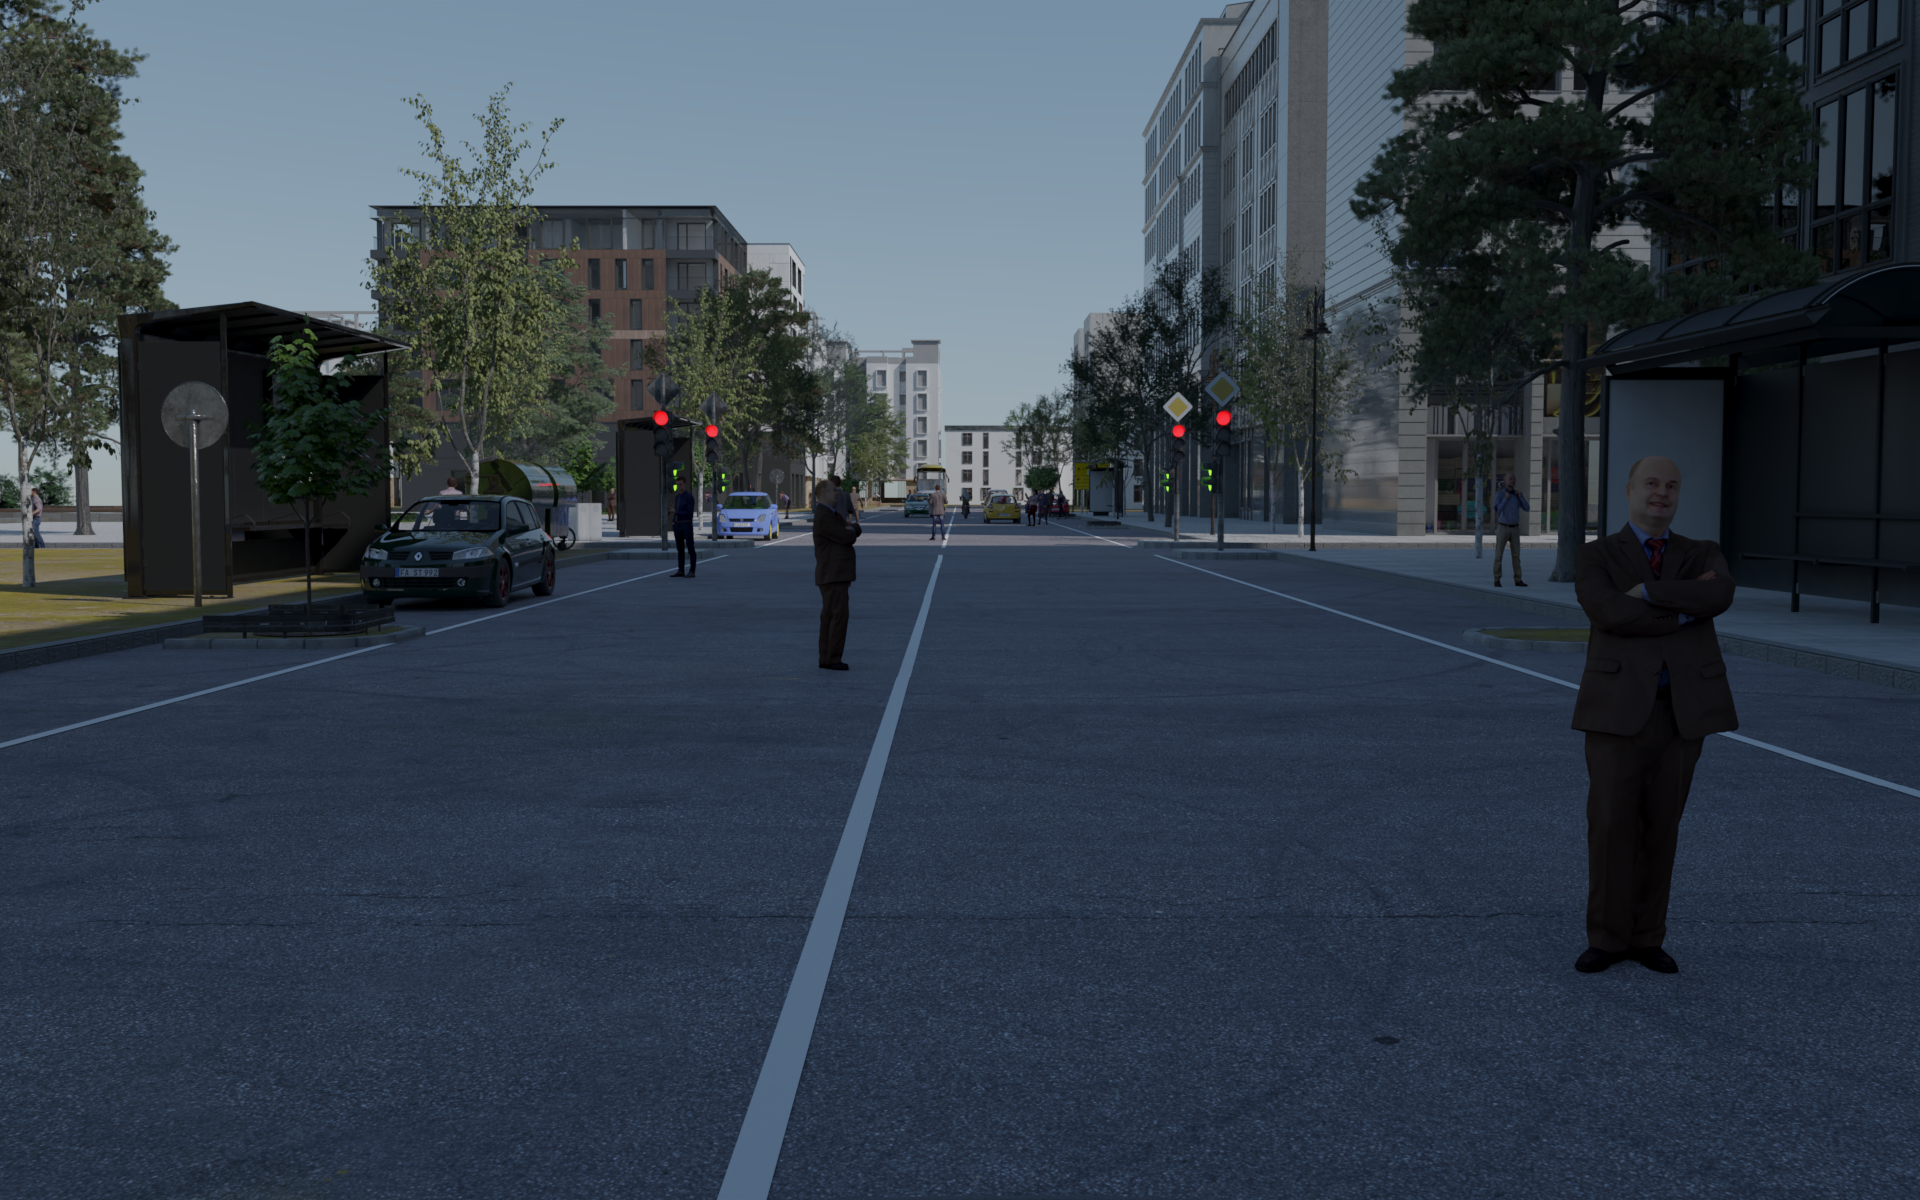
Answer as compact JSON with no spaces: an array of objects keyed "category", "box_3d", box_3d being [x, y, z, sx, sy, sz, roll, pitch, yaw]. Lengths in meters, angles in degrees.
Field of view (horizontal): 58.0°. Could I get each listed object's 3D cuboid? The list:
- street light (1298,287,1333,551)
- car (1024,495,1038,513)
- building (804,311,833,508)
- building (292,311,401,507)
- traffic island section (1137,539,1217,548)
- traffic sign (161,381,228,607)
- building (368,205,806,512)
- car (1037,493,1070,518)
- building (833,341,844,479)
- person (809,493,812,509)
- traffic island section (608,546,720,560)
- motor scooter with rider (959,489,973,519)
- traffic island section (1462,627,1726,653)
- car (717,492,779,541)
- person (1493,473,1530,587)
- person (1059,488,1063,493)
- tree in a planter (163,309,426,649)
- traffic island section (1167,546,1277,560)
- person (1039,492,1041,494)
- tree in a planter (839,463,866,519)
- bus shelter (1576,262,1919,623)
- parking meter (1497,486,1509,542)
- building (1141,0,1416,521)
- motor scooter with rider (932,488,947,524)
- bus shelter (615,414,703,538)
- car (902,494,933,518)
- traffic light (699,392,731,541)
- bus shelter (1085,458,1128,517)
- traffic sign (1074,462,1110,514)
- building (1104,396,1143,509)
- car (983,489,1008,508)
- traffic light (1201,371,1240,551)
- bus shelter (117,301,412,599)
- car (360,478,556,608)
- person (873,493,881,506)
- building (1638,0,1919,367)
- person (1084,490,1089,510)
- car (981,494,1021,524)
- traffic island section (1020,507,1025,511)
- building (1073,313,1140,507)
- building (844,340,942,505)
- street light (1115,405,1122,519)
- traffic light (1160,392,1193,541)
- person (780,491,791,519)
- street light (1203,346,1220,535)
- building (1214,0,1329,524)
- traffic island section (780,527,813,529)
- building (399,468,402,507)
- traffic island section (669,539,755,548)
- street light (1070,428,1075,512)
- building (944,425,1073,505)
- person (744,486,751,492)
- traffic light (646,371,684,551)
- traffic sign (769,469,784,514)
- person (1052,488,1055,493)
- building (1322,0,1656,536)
[{"category":"street light","box_3d":[7.932,-4.037,38.787,0.468,5.910,1.993,0,3,0]},{"category":"car","box_3d":[5.794,-7.241,130.973,1.945,1.354,3.894,0,4,1]},{"category":"building","box_3d":[-20.238,-20.142,185.745,11.380,20.091,16.016,0,3,0]},{"category":"building","box_3d":[-63.736,-20.116,185.318,11.380,20.091,16.016,0,3,0]},{"category":"traffic island section","box_3d":[5.927,-1.527,47.250,2.009,0.180,2.903,0,3,0]},{"category":"traffic sign","box_3d":[-8.670,-1.194,19.632,0.768,2.556,0.104,0,4,2]},{"category":"building","box_3d":[-27.794,-18.051,139.111,27.936,21.610,32.646,0,3,0]},{"category":"car","box_3d":[5.769,-6.017,107.413,2.155,1.783,4.494,0,4,-1]},{"category":"building","box_3d":[-19.429,-22.226,219.806,11.380,20.091,16.016,0,3,0]},{"category":"person","box_3d":[-13.019,-8.960,152.981,0.683,1.767,0.568,-3,5,-42]},{"category":"traffic island section","box_3d":[-6.714,-1.039,39.269,2.009,0.180,2.903,0,3,0]},{"category":"motor scooter with rider","box_3d":[0.368,-5.617,100.800,0.876,1.779,1.986,0,4,2]},{"category":"traffic island section","box_3d":[5.924,0.382,16.614,1.991,0.108,1.994,0,3,0]},{"category":"car","box_3d":[-6.626,-2.722,54.088,1.945,1.707,3.694,0,4,-1]},{"category":"person","box_3d":[7.622,-0.971,23.975,0.516,1.574,0.319,0,4,-3]},{"category":"person","box_3d":[7.567,-7.674,131.967,0.568,1.767,0.683,0,4,5]},{"category":"tree in a planter","box_3d":[-6.386,-1.204,16.901,1.991,3.239,1.994,0,3,0]},{"category":"traffic island section","box_3d":[5.928,-1.039,39.265,2.009,0.180,2.903,0,3,0]},{"category":"person","box_3d":[8.282,-10.553,178.565,0.705,1.826,1.348,-2,4,-35]},{"category":"tree in a planter","box_3d":[-6.390,-6.220,98.921,1.991,3.239,1.994,0,3,0]},{"category":"bus shelter","box_3d":[8.340,-1.467,17.902,2.014,3.302,5.546,0,3,0]},{"category":"parking meter","box_3d":[14.663,-2.340,46.665,0.372,1.533,0.369,0,3,0]},{"category":"building","box_3d":[18.315,-20.173,107.325,11.434,29.767,29.804,0,3,0]},{"category":"motor scooter with rider","box_3d":[-1.047,-4.497,82.492,0.876,1.779,1.986,0,4,-2]},{"category":"bus shelter","box_3d":[-9.303,-3.838,54.041,1.731,3.624,6.357,0,4,0]},{"category":"car","box_3d":[-2.512,-5.807,106.744,2.131,1.459,4.920,0,4,-1]},{"category":"traffic light","box_3d":[-6.674,-3.540,47.120,0.839,4.213,0.868,0,3,0]},{"category":"bus shelter","box_3d":[8.355,-6.436,99.152,2.014,3.302,5.546,0,3,0]},{"category":"traffic sign","box_3d":[8.442,-7.142,110.649,2.265,3.308,0.079,0,4,2]},{"category":"building","box_3d":[17.827,-12.588,147.968,9.099,9.664,28.070,0,3,0]},{"category":"car","box_3d":[2.929,-7.815,136.449,2.281,1.827,5.304,0,3,0]},{"category":"traffic light","box_3d":[5.888,-3.052,39.152,0.839,4.213,0.868,0,3,0]},{"category":"bus shelter","box_3d":[-9.457,-2.014,24.207,1.731,3.624,6.357,0,3,0]},{"category":"car","box_3d":[-6.604,-0.811,23.045,2.009,1.686,4.222,0,4,0]},{"category":"person","box_3d":[-8.573,-10.412,179.469,0.628,1.438,0.799,3,4,39]},{"category":"building","box_3d":[19.884,-13.920,21.095,14.314,27.812,24.014,0,3,0]},{"category":"person","box_3d":[10.527,-8.227,140.690,0.705,1.807,1.348,-3,5,-44]},{"category":"car","box_3d":[2.056,-4.597,85.381,2.015,1.641,3.980,0,4,-2]},{"category":"traffic island section","box_3d":[5.921,-9.414,176.777,1.991,0.108,1.994,0,3,0]},{"category":"building","box_3d":[21.009,-19.025,177.515,16.747,18.905,31.486,0,3,0]},{"category":"building","box_3d":[-8.049,-22.148,218.542,11.380,20.091,16.016,0,3,0]},{"category":"street light","box_3d":[8.010,-7.031,87.747,0.468,5.910,1.993,0,3,0]},{"category":"traffic light","box_3d":[5.887,-3.541,47.137,0.839,4.213,0.868,0,3,0]},{"category":"person","box_3d":[-9.004,-4.885,89.144,0.421,1.427,0.697,3,5,42]},{"category":"street light","box_3d":[7.913,-4.973,54.102,0.468,5.910,1.993,0,3,0]},{"category":"building","box_3d":[19.718,-16.185,82.654,12.078,24.808,19.932,0,3,0]},{"category":"traffic island section","box_3d":[-6.387,-3.010,72.073,1.991,0.108,1.994,0,3,0]},{"category":"building","box_3d":[-52.837,-21.584,219.360,31.486,18.905,16.747,0,3,0]},{"category":"traffic island section","box_3d":[-6.714,-1.527,47.254,2.009,0.180,2.903,0,3,0]},{"category":"street light","box_3d":[7.942,-9.100,121.579,0.468,5.910,1.993,0,3,0]},{"category":"building","box_3d":[12.136,-16.742,215.883,28.070,9.664,9.099,0,3,0]},{"category":"person","box_3d":[-9.610,-4.478,79.792,0.750,1.759,0.617,-1,4,-12]},{"category":"traffic light","box_3d":[-6.674,-3.051,39.135,0.839,4.213,0.868,0,3,0]},{"category":"traffic sign","box_3d":[-9.183,-5.304,86.820,0.768,2.556,0.104,1,4,9]},{"category":"person","box_3d":[7.738,-8.497,144.984,0.705,1.821,1.348,1,4,11]},{"category":"building","box_3d":[28.008,-17.101,57.095,29.804,29.767,11.434,0,3,0]}]
